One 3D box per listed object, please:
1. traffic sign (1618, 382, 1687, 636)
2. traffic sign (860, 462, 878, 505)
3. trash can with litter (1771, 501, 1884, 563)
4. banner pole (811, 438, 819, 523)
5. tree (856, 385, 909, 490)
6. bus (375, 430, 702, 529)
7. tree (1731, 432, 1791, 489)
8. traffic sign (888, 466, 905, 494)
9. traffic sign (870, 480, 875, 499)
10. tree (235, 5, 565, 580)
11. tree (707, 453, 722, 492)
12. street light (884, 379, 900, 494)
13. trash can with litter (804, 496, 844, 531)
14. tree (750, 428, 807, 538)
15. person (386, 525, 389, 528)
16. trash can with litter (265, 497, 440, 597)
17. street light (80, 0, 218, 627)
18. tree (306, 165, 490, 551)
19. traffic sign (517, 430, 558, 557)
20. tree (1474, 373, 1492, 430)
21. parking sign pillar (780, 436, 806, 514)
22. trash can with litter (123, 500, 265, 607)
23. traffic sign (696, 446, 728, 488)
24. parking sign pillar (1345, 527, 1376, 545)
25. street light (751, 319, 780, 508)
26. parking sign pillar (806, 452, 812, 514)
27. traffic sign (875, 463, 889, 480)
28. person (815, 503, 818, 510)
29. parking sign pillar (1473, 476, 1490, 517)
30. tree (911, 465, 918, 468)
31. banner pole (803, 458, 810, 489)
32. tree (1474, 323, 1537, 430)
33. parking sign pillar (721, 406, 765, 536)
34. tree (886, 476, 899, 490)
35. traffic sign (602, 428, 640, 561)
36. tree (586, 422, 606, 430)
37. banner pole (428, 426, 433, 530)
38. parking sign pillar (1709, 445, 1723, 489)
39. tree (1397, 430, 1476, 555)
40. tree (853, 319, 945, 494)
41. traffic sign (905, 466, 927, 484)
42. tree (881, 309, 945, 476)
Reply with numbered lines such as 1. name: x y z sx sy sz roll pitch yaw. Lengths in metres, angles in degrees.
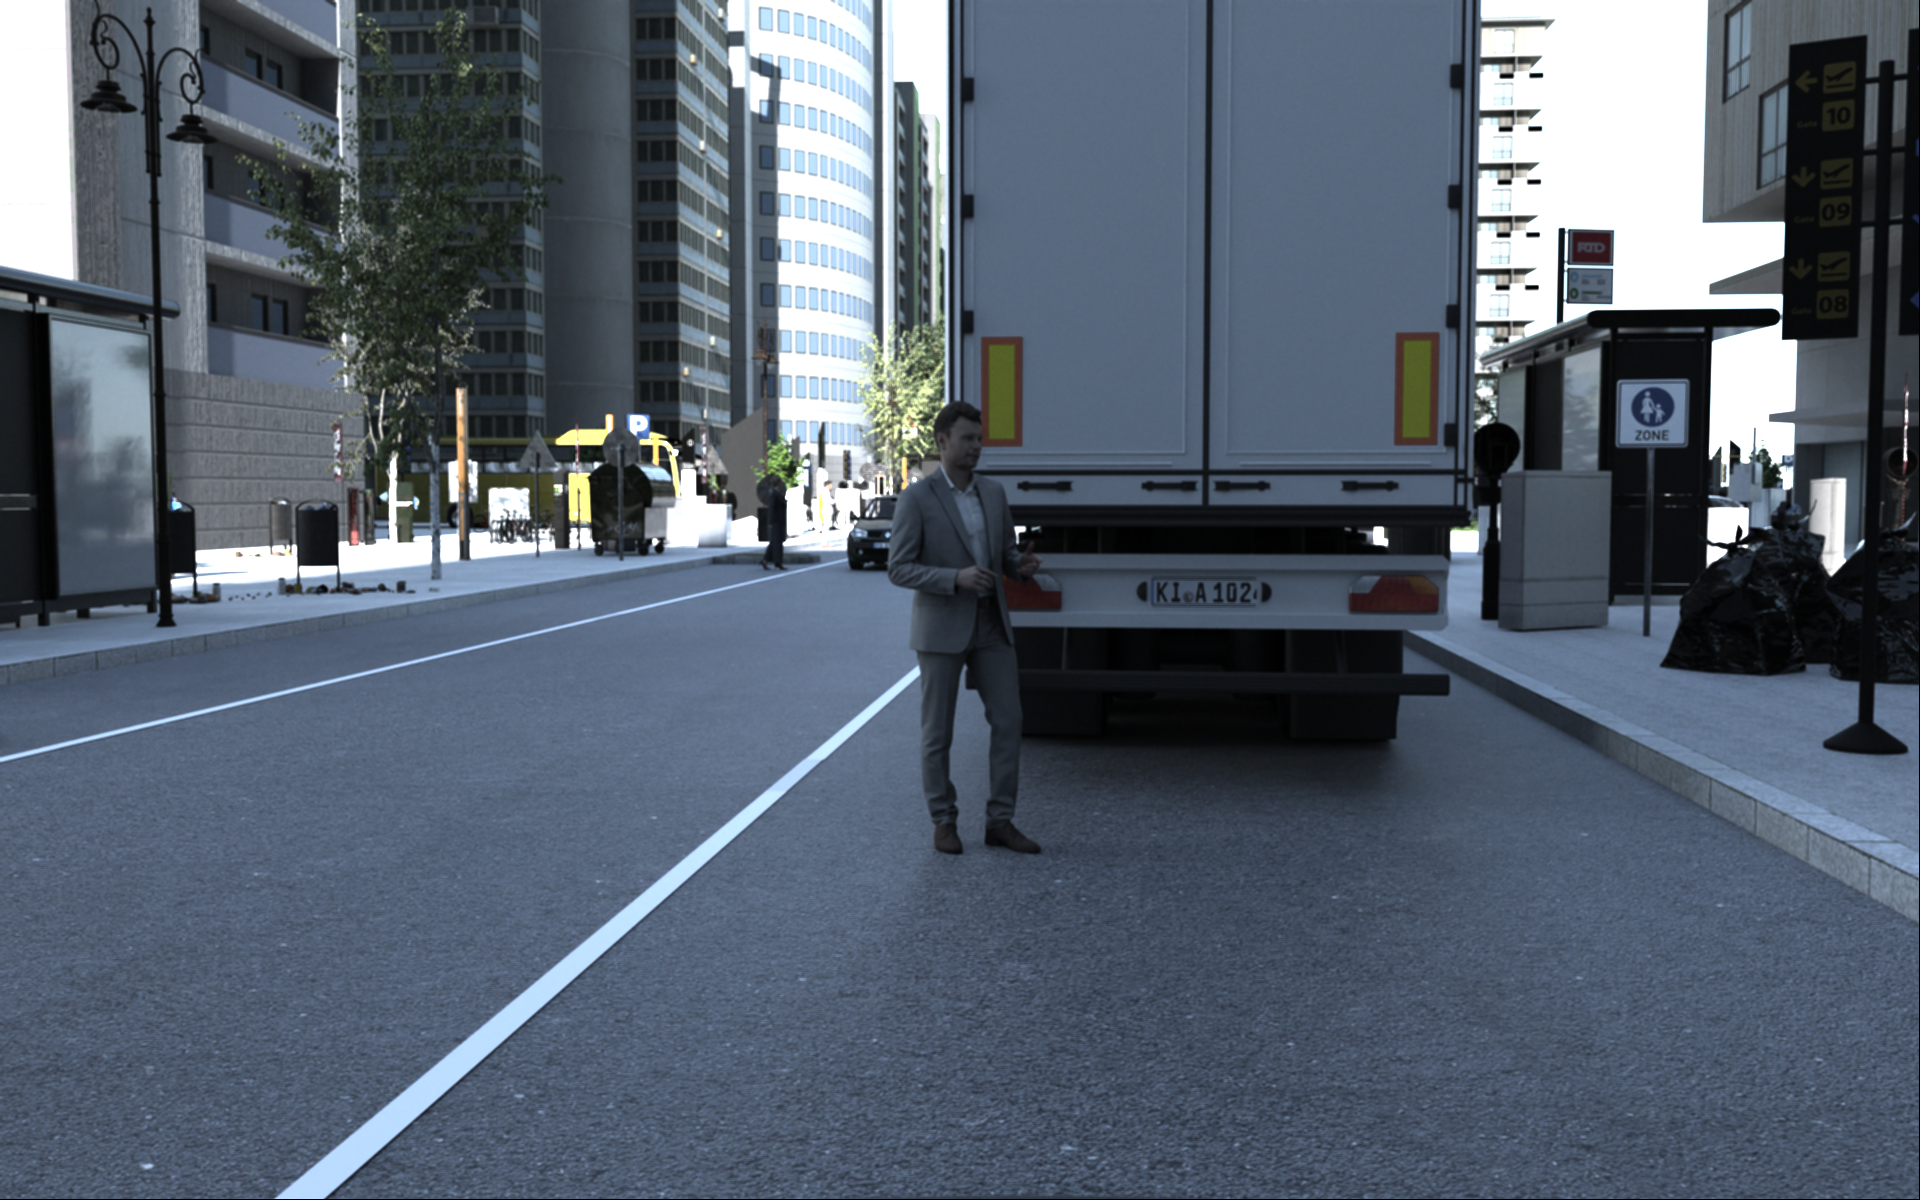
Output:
1. traffic sign: 6.194 -0.821 15.560 0.606 2.300 0.079 1 4 12
2. traffic sign: -3.650 -4.238 69.394 0.768 2.556 0.104 1 4 8
3. trash can with litter: 8.404 -0.382 17.305 1.678 1.210 2.233 2 4 33
4. banner pole: -6.258 -5.357 77.604 0.401 3.779 0.863 -1 4 -21
5. tree: -4.907 -10.156 116.419 4.360 8.622 3.978 0 3 0
6. bus: -16.152 -4.610 66.923 12.252 3.916 2.896 0 4 4
7. tree: 25.186 -3.676 54.705 1.663 3.219 1.824 0 3 0
8. traffic sign: -2.979 -4.904 80.178 0.884 2.594 0.081 1 4 11
9. traffic sign: -3.970 -4.949 81.030 0.768 2.556 0.104 0 4 7
10. tree: -8.119 -4.612 25.772 4.737 8.622 4.395 0 3 0
11. tree: -10.830 -5.162 79.000 1.663 3.219 1.824 0 3 0
12. street light: -2.714 -5.939 69.896 0.468 5.910 1.993 0 4 5
13. trash can with litter: -4.920 -3.082 61.447 1.678 1.210 2.233 2 4 27
14. tree: -5.368 -3.454 51.078 1.663 3.219 1.824 0 3 0
15. person: -22.685 -3.466 69.444 0.640 1.303 0.475 0 4 -7
16. trash can with litter: -7.937 -0.696 22.435 2.233 1.210 1.678 0 4 -8
17. street light: -7.699 -2.681 16.621 0.468 5.910 1.993 0 4 5
18. tree: -12.735 -5.414 38.885 4.360 8.622 3.978 0 3 0
19. traffic sign: -8.572 -2.145 35.082 0.884 2.594 0.081 1 4 11
20. tree: 25.864 -8.627 91.415 4.737 8.622 4.395 0 3 0
21. parking sign pillar: -8.043 -5.606 80.123 1.447 3.967 1.447 0 4 -2
22. trash can with litter: -9.685 -0.577 20.498 2.233 1.210 1.678 0 4 -4
23. traffic sign: -6.656 -2.845 46.514 0.884 2.594 0.081 0 4 6
24. parking sign pillar: 8.591 -3.072 38.706 1.447 3.967 1.447 0 4 1
25. street light: -5.148 -4.473 45.919 0.468 5.910 1.993 0 4 5
26. parking sign pillar: -10.088 -7.547 111.862 1.447 3.967 1.447 3 4 39
27. traffic sign: -3.307 -4.349 71.219 0.768 2.556 0.104 1 4 10
28. person: -5.296 -3.564 66.681 0.656 1.842 0.836 1 4 15
29. parking sign pillar: 28.745 -6.569 95.882 1.447 3.967 1.447 0 4 -1
30. tree: -2.697 -9.775 143.531 4.285 4.588 4.351 0 3 0
31. banner pole: -9.283 -7.111 106.280 0.863 3.779 0.401 -1 4 -12
32. tree: 23.938 -7.627 75.068 4.360 8.622 3.978 0 3 0
33. parking sign pillar: -6.644 -3.957 53.165 1.447 3.967 1.447 0 4 0
34. tree: -5.087 -7.936 124.357 1.663 3.219 1.824 0 3 0
35. traffic sign: -6.527 -2.031 33.308 0.768 2.556 0.104 1 4 12
36. tree: -16.338 -5.848 79.326 4.285 4.588 4.351 0 3 0
37. banner pole: -18.856 -4.392 61.831 0.401 3.779 0.863 0 4 -2
38. parking sign pillar: 41.509 -6.544 95.462 1.447 3.967 1.447 -3 5 -44
39. tree: 5.963 -1.720 22.723 1.663 3.219 1.824 0 3 0
40. tree: -2.727 -7.559 73.945 4.737 8.622 4.395 0 3 0
41. traffic sign: -1.559 -3.528 61.329 0.795 2.450 0.064 0 4 5
42. tree: -0.219 -11.541 105.705 9.611 12.733 9.660 0 3 0
